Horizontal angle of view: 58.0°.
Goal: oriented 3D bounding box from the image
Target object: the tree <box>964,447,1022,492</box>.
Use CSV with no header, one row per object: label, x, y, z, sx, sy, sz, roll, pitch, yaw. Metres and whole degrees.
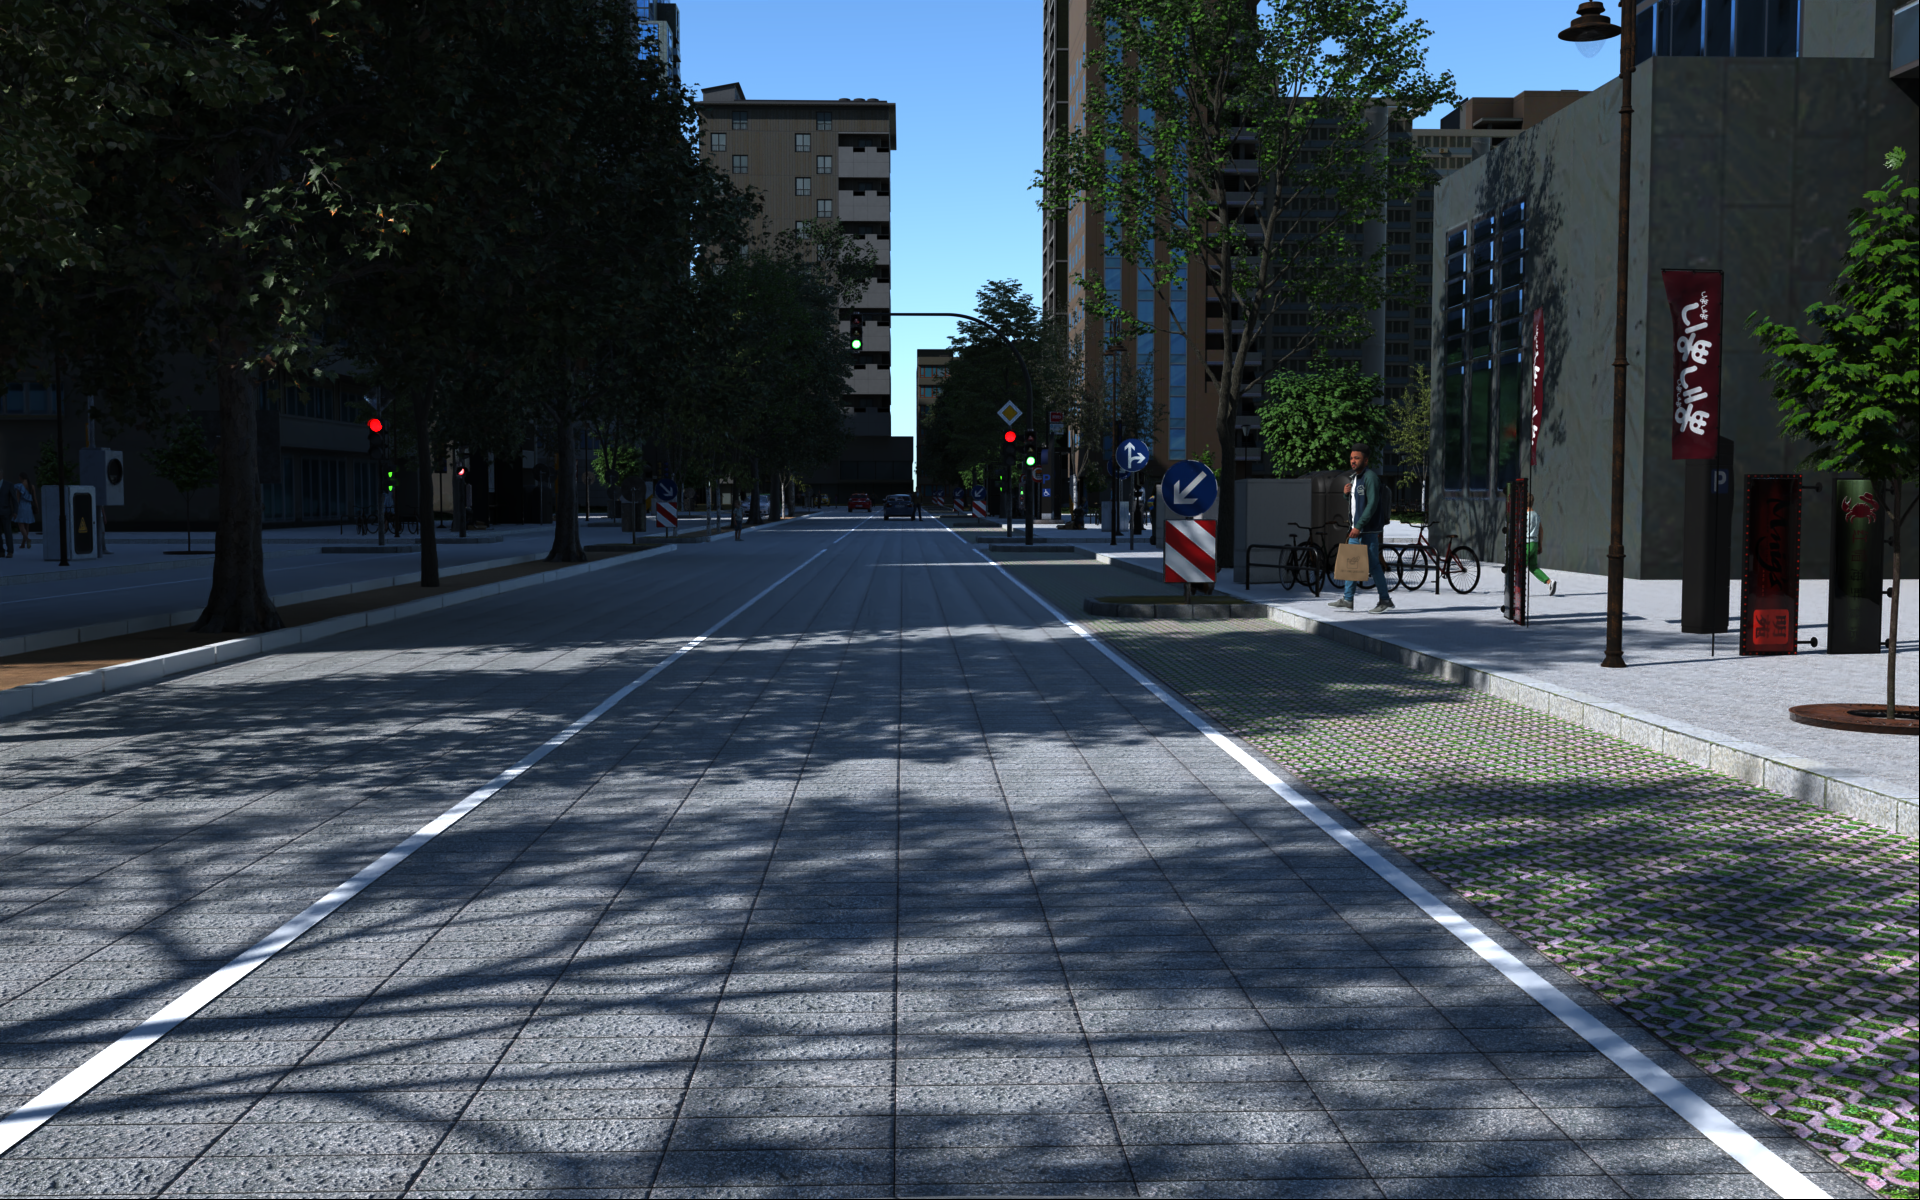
tree,2.609,-7.732,110.139,4.285,4.588,4.351,0,3,0

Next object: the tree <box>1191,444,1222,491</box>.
tree,9.458,-4.382,66.255,1.663,3.219,1.824,0,3,0

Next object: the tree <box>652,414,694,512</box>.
tree,-19.658,-10.502,122.071,4.360,8.622,3.978,0,3,0

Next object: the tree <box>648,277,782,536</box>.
tree,-8.434,-6.433,58.001,4.737,8.622,4.395,0,3,0

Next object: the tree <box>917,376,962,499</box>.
tree,0.122,-17.212,188.070,9.857,13.997,8.962,0,3,0

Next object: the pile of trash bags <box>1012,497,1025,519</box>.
pile of trash bags,3.624,-4.893,89.753,1.912,1.369,3.447,0,4,-3

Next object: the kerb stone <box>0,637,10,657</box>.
kerb stone,-8.443,0.437,15.049,0.120,0.150,1.000,0,4,-2

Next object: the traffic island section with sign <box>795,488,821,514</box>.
traffic island section with sign,-11.043,-7.221,126.205,2.006,1.907,1.989,0,4,-2

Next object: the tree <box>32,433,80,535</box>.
tree,-28.885,-3.695,55.015,1.663,3.219,1.824,0,3,0

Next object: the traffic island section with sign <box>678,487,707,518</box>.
traffic island section with sign,-16.122,-5.791,103.315,1.989,1.847,2.006,0,4,-2

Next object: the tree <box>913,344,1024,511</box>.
tree,1.222,-13.175,132.420,9.611,12.733,9.660,0,3,0

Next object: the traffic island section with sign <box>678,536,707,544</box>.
traffic island section with sign,-8.565,-2.628,51.107,2.006,1.907,1.989,0,4,-2

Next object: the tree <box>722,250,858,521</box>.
tree,-9.808,-11.129,91.065,9.857,13.997,8.962,0,3,0

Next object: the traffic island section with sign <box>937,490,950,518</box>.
traffic island section with sign,-0.215,-5.834,104.019,1.989,1.847,2.006,0,4,-2

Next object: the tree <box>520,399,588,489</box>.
tree,-24.683,-9.467,105.147,4.360,8.622,3.978,0,3,0

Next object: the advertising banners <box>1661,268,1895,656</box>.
advertising banners,6.459,-1.070,13.688,2.074,3.025,0.090,-1,4,-9

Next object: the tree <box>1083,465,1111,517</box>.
tree,7.526,-6.354,98.483,1.663,3.219,1.824,0,3,0

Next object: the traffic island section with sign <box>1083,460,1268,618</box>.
traffic island section with sign,2.522,-0.745,20.801,1.989,1.847,2.006,0,4,-2

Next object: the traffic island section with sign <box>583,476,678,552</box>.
traffic island section with sign,-8.332,-2.175,43.704,2.006,1.907,1.989,0,4,-2

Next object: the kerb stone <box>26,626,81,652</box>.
kerb stone,-8.481,0.375,16.071,0.120,0.150,1.000,0,4,-2

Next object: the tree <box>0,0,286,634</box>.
tree,-7.541,-6.020,17.892,9.611,12.733,9.660,0,3,0

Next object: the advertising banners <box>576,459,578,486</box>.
advertising banners,-19.673,-5.570,87.263,0.090,3.025,2.074,-3,4,-36

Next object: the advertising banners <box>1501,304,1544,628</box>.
advertising banners,5.529,-1.275,17.033,0.090,3.025,2.074,1,4,10

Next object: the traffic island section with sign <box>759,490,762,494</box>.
traffic island section with sign,-17.755,-8.834,153.068,1.989,1.847,2.006,0,4,-2

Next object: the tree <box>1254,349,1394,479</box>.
tree,8.246,-3.388,39.111,4.285,4.588,4.351,0,3,0

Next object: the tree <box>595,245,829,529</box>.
tree,-9.198,-8.747,71.229,9.928,11.665,9.643,0,3,0

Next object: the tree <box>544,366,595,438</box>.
tree,-18.614,-10.163,91.919,9.928,11.665,9.643,0,3,0

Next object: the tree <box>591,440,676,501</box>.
tree,-19.542,-7.087,99.590,4.285,4.588,4.351,0,3,0

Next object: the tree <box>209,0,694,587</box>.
tree,-8.125,-5.490,26.632,8.767,10.594,7.601,0,4,-2

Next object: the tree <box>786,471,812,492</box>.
tree,-10.248,-9.041,100.640,4.737,8.622,4.395,0,3,0

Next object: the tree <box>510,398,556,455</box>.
tree,-16.701,-8.605,58.821,7.486,12.596,7.792,0,3,0

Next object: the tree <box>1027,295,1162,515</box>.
tree,4.531,-6.980,64.488,4.360,8.622,3.978,0,3,0

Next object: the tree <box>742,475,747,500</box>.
tree,-21.133,-15.827,169.134,12.009,13.543,11.850,0,3,0

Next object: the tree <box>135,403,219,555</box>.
tree,-16.391,-2.594,37.019,1.663,3.219,1.824,0,3,0

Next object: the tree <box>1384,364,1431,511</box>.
tree,25.089,-8.803,94.291,4.737,8.622,4.395,0,3,0

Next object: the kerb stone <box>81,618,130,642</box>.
kerb stone,-8.509,0.315,17.103,0.120,0.150,1.000,0,4,-2

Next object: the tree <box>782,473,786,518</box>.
tree,-8.877,-6.773,63.566,4.737,8.622,4.395,0,3,0

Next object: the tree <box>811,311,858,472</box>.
tree,-9.663,-9.897,81.288,9.611,12.733,9.660,0,3,0

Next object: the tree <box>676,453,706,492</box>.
tree,-20.292,-8.924,129.627,4.285,4.588,4.351,0,3,0

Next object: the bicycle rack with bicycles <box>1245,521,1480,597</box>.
bicycle rack with bicycles,5.054,-0.580,22.858,2.852,0.926,2.925,-1,4,-19

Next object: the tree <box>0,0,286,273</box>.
tree,-7.322,-5.424,9.267,7.486,12.596,7.792,0,3,0

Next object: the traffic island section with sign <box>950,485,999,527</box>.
traffic island section with sign,0.698,-4.143,76.362,1.989,1.847,2.006,0,4,-2

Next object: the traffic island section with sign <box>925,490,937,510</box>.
traffic island section with sign,-1.838,-8.865,153.569,1.989,1.847,2.006,0,4,-2

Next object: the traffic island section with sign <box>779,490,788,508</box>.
traffic island section with sign,-18.639,-10.485,180.059,1.989,1.847,2.006,0,4,-2

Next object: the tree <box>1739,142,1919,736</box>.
tree,5.154,-0.925,9.722,1.663,3.219,1.824,0,3,0

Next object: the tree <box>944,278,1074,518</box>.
tree,2.649,-10.612,91.630,7.486,12.596,7.792,0,3,0

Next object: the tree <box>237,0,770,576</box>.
tree,-8.308,-7.151,36.380,9.611,12.733,9.660,0,3,0

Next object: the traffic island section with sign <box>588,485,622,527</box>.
traffic island section with sign,-15.237,-4.137,76.273,1.989,1.847,2.006,0,4,-2

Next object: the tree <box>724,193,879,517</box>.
tree,-11.819,-15.330,108.999,12.611,20.169,13.585,0,3,0

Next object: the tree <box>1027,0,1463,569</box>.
tree,4.683,-6.358,29.711,9.928,11.665,9.643,0,3,0

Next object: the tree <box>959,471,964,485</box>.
tree,1.474,-9.805,144.019,4.285,4.588,4.351,0,3,0

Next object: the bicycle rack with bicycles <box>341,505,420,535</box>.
bicycle rack with bicycles,-18.402,-2.551,55.086,2.852,0.926,2.925,-3,5,-39

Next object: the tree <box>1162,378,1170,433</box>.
tree,8.210,-8.113,83.017,4.360,8.622,3.978,0,3,0
